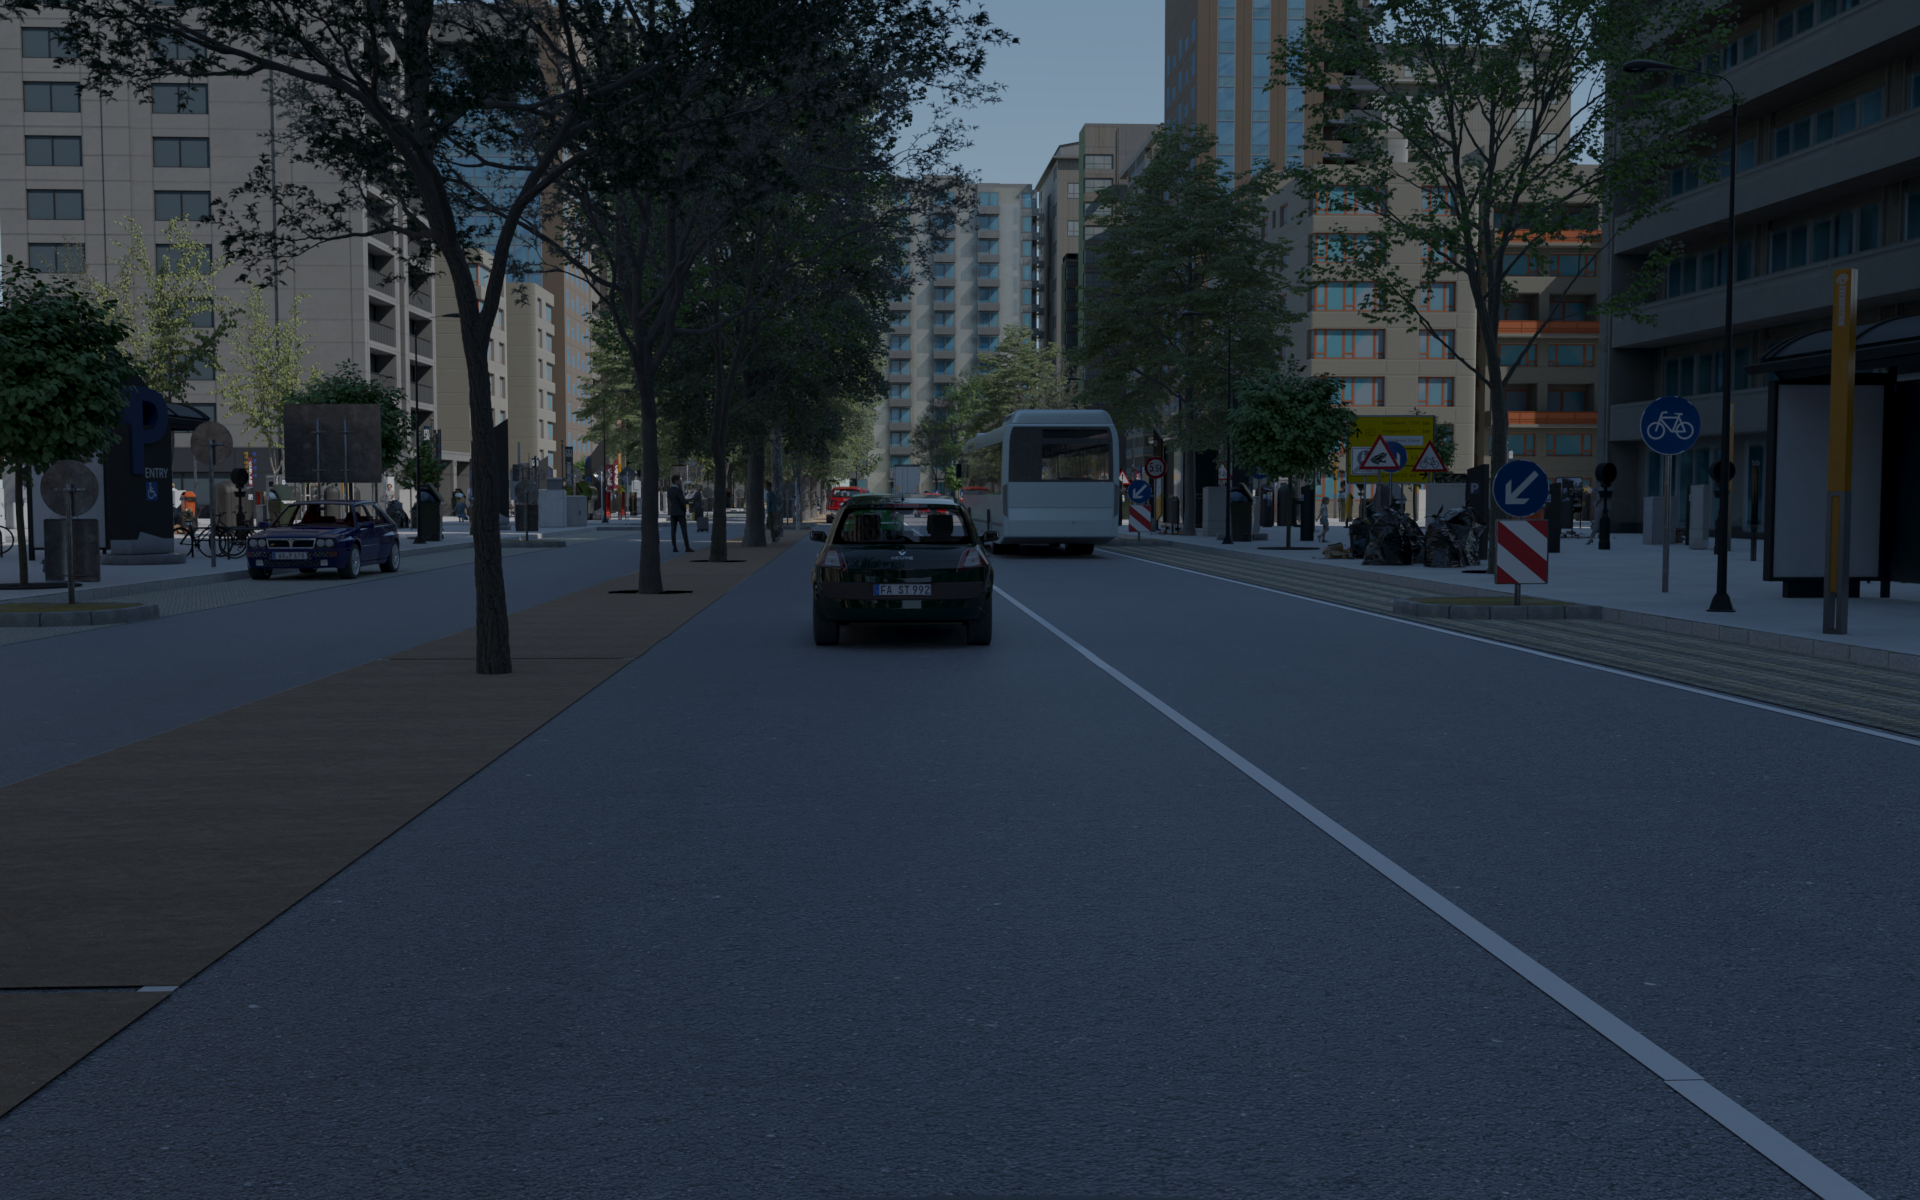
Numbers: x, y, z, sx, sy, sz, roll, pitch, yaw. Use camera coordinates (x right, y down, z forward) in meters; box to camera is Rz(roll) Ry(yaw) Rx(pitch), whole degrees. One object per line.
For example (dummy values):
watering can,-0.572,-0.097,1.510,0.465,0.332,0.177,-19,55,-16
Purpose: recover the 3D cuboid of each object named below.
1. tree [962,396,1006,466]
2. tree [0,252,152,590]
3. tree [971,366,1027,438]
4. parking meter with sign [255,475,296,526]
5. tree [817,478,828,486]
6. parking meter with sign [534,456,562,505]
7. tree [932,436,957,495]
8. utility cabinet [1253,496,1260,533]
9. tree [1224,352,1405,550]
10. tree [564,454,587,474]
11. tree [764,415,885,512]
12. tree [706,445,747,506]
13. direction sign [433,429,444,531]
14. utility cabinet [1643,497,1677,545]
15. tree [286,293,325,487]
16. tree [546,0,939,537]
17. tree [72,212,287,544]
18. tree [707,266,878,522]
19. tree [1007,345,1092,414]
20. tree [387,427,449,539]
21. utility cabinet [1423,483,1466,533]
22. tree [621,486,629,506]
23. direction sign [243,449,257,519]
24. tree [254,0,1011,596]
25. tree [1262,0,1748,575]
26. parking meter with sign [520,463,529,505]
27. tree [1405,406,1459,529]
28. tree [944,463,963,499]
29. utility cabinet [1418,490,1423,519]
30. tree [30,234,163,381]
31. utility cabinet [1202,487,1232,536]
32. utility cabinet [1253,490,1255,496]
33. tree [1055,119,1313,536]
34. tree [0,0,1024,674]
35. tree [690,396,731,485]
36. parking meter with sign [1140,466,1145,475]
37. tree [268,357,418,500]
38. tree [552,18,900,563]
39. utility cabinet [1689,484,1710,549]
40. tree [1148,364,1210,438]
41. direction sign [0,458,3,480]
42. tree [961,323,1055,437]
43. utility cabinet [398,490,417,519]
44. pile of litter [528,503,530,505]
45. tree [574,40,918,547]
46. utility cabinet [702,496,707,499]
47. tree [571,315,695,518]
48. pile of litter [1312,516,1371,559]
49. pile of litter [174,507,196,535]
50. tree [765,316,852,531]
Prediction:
tree,2.907,-10.539,122.681,4.737,8.622,4.395,0,3,0
tree,-12.840,-2.450,23.772,4.285,4.588,4.351,0,3,0
tree,1.873,-13.072,139.477,9.928,11.665,9.643,0,3,0
parking meter with sign,-27.232,-4.450,69.011,1.738,3.016,0.543,1,4,11
tree,-11.185,-11.639,143.124,4.360,8.622,3.978,0,3,0
parking meter with sign,-18.420,-5.044,78.733,1.738,3.016,0.543,-1,4,-10
tree,-1.416,-15.177,198.511,4.737,8.622,4.395,0,3,0
utility cabinet,9.261,-2.760,56.287,1.020,1.237,0.306,-2,4,-32
tree,7.627,-3.451,40.137,4.285,4.588,4.351,0,3,0
tree,-30.855,-9.710,142.464,4.285,4.588,4.351,0,3,0
tree,-10.628,-13.179,134.945,9.611,12.733,9.660,0,3,0
tree,-22.970,-16.480,186.456,9.611,12.733,9.660,0,3,0
direction sign,-18.332,-4.208,60.796,0.379,3.537,0.876,-2,4,-34
utility cabinet,17.813,-2.015,44.105,1.020,1.237,0.306,-2,4,-35
tree,-23.463,-6.655,59.175,4.737,8.622,4.395,0,3,0
tree,-7.330,-12.190,57.650,12.611,20.169,13.585,0,3,0
tree,-20.685,-5.764,44.605,4.737,8.622,4.395,0,3,0
tree,-7.628,-9.765,80.244,7.486,12.596,7.792,0,3,0
tree,4.457,-8.212,84.625,4.360,8.622,3.978,0,3,0
tree,-15.321,-3.364,49.599,1.663,3.219,1.824,0,3,0
utility cabinet,10.110,-1.637,35.447,0.318,1.500,1.173,-3,5,-39
tree,-25.045,-8.318,130.604,1.663,3.219,1.824,0,3,0
direction sign,-36.150,-5.887,88.241,0.379,3.537,0.876,1,4,23
tree,-4.398,-6.817,24.291,12.009,13.543,11.850,0,3,0
tree,8.581,-6.233,27.658,9.928,11.665,9.643,0,3,0
parking meter with sign,-24.846,-6.221,97.976,0.543,3.016,1.738,-2,4,-28
tree,17.169,-4.978,65.107,4.285,4.588,4.351,0,3,0
tree,-0.183,-11.662,174.386,4.285,4.588,4.351,0,3,0
utility cabinet,23.342,-4.828,87.622,0.318,1.500,1.173,3,5,41
tree,-24.393,-6.027,48.905,4.360,8.622,3.978,0,3,0
utility cabinet,7.923,-2.684,52.562,1.173,1.500,0.318,-2,4,-28
utility cabinet,14.677,-4.930,89.288,0.318,1.500,1.173,-3,5,-44
tree,7.006,-8.281,53.524,7.486,12.596,7.792,0,3,0
tree,-3.709,-4.707,13.828,8.767,10.594,7.601,0,4,-3
tree,-18.063,-10.465,121.462,4.737,8.622,4.395,0,3,0
parking meter with sign,11.474,-6.915,109.322,0.543,3.016,1.738,0,4,-7
tree,-14.741,-3.538,41.561,4.285,4.588,4.351,0,3,0
tree,-4.946,-6.583,35.848,9.928,11.665,9.643,0,3,0
utility cabinet,17.250,-1.942,40.426,0.318,1.500,1.173,2,4,29
tree,12.303,-8.782,93.941,4.360,8.622,3.978,0,3,0
direction sign,-51.859,-6.253,94.241,0.876,3.537,0.379,-1,4,-15
tree,3.964,-12.090,115.790,7.486,12.596,7.792,0,3,0
utility cabinet,-27.684,-4.806,87.256,1.173,1.500,0.318,-2,4,-34
pile of litter,-24.712,-5.259,99.943,1.176,0.858,1.719,0,4,-1
tree,-5.592,-8.409,46.605,9.857,13.997,8.962,0,3,0
utility cabinet,-20.435,-7.705,137.136,1.020,1.237,0.306,2,4,24
tree,-17.258,-10.783,94.430,7.486,12.596,7.792,0,3,0
pile of litter,7.766,-1.258,34.526,1.719,0.858,1.176,-1,4,-14
pile of litter,-24.993,-2.532,55.359,1.176,0.858,1.719,0,4,-3
tree,-6.245,-6.973,66.833,4.737,8.622,4.395,0,3,0
